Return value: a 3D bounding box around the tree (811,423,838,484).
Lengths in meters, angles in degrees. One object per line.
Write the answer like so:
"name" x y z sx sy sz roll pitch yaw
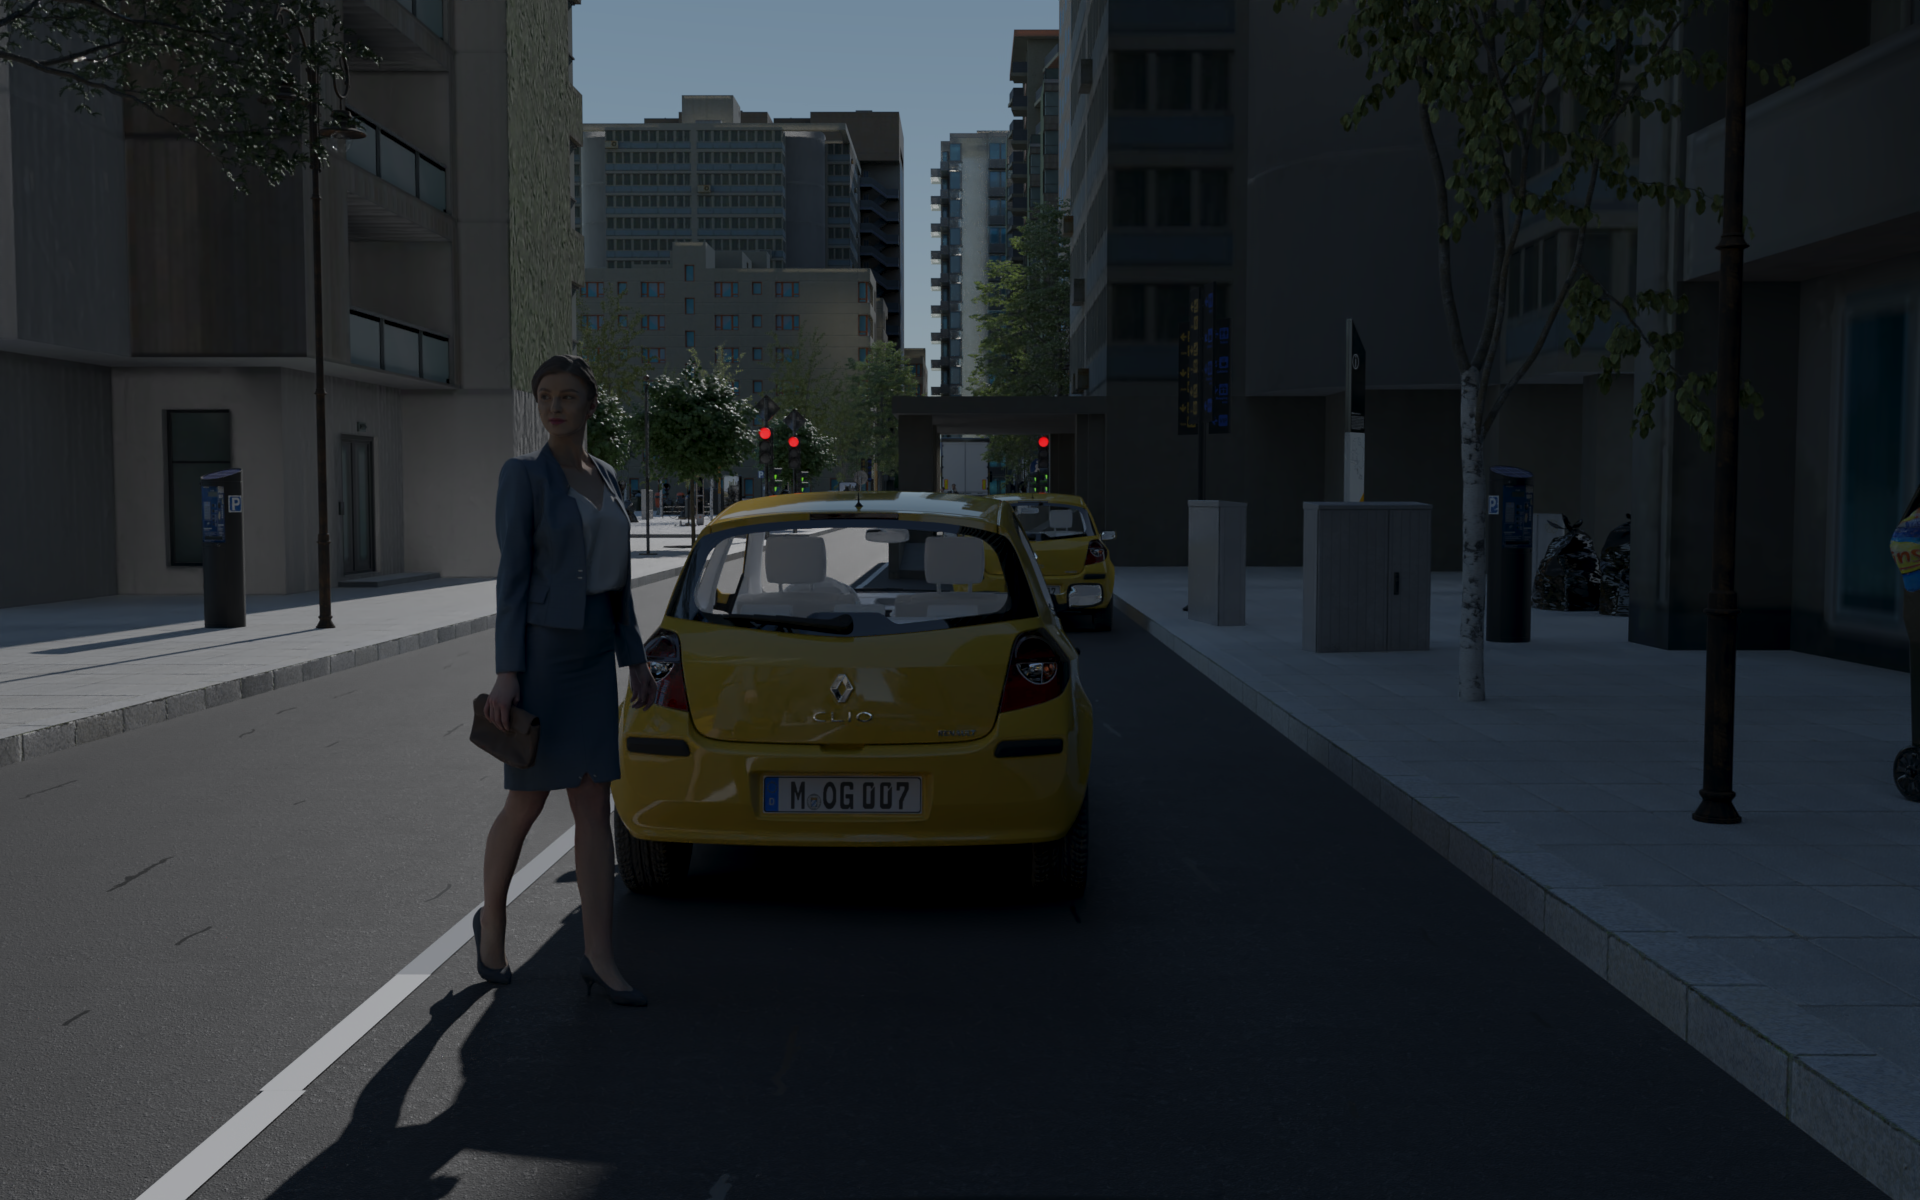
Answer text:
"tree" -6.244 -4.885 63.585 4.285 4.588 4.351 0 3 0

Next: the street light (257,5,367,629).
"street light" -6.076 -2.668 16.411 0.468 5.910 1.993 0 4 0

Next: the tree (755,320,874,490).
"tree" -6.923 -7.572 74.167 4.737 8.622 4.395 0 3 0

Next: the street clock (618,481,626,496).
"street clock" -18.191 -5.415 93.098 0.471 2.002 0.358 0 4 4

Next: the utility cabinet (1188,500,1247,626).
"utility cabinet" 2.567 -0.375 17.295 0.306 1.237 1.020 -1 4 -9

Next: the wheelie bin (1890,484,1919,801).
"wheelie bin" 4.333 0.052 7.053 0.980 1.594 0.693 -1 4 -9

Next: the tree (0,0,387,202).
"tree" -6.805 -4.597 9.570 7.601 10.594 8.767 -1 4 -9

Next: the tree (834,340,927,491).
"tree" -5.568 -12.810 127.569 7.486 12.596 7.792 0 3 0

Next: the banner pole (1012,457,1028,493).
"banner pole" 3.726 -6.907 102.949 0.863 3.779 0.401 3 5 42

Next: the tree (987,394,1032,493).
"tree" 3.648 -9.752 109.814 4.737 8.622 4.395 0 3 0

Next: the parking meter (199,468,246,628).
"parking meter" -7.089 -0.505 16.669 0.372 1.533 0.369 0 3 0

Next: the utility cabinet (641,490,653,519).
"utility cabinet" -15.635 -4.768 86.632 0.318 1.500 1.173 0 4 4

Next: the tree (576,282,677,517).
"tree" -12.404 -6.669 59.398 4.737 8.622 4.395 0 3 0

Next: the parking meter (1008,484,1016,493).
"parking meter" 2.932 -5.649 98.066 0.399 1.863 0.255 -3 4 -39

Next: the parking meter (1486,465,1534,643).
"parking meter" 4.782 -0.407 15.064 0.372 1.533 0.369 0 3 0

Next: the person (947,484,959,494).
"person" -0.329 -4.316 78.422 0.648 1.900 0.474 -3 5 -40

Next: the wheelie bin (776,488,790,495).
"wheelie bin" -8.159 -4.386 79.622 0.693 1.594 0.980 -1 4 -19

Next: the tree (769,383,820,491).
"tree" -10.757 -9.952 113.076 4.360 8.622 3.978 0 3 0

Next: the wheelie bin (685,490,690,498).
"wheelie bin" -20.104 -7.456 129.809 0.693 1.594 0.980 2 4 27

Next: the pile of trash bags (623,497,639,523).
"pile of trash bags" -16.032 -4.174 77.992 3.447 1.369 1.912 3 5 44

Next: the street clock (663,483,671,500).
"street clock" -19.489 -6.762 115.121 0.471 2.002 0.358 1 4 16

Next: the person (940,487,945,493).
"person" -0.931 -4.610 84.218 0.599 1.781 0.374 0 4 6

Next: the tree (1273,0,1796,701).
"tree" 3.208 -3.665 10.292 4.737 8.622 4.395 0 3 0

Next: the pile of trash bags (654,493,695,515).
"pile of trash bags" -17.796 -5.890 106.051 1.912 1.369 3.447 1 4 16

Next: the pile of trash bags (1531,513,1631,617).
"pile of trash bags" 8.214 -0.571 19.088 3.447 1.369 1.912 -1 4 -9

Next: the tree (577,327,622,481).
"tree" -16.125 -7.407 71.471 4.360 8.622 3.978 0 3 0

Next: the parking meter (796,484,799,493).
"parking meter" -6.702 -3.963 70.506 0.255 1.863 0.399 1 4 14

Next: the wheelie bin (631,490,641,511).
"wheelie bin" -24.333 -7.481 130.225 0.980 1.594 0.693 1 4 20

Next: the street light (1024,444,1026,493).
"street light" 3.341 -7.140 89.522 0.468 5.910 1.993 0 4 0

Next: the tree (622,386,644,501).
"tree" -22.781 -10.212 117.333 4.360 8.622 3.978 0 3 0

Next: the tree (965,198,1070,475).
"tree" 4.031 -9.097 66.865 7.486 12.596 7.792 0 3 0

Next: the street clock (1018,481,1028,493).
"street clock" 3.490 -5.595 96.052 0.471 2.002 0.358 -2 4 -24

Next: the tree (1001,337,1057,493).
"tree" 3.516 -7.915 79.777 4.360 8.622 3.978 0 3 0

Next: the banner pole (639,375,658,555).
"banner pole" -6.534 -2.828 36.263 0.401 3.779 0.863 -1 4 -14

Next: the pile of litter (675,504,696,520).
"pile of litter" -13.493 -4.494 87.448 1.719 0.858 1.176 0 4 -6

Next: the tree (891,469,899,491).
"tree" -6.054 -12.550 188.897 4.285 4.588 4.351 0 3 0

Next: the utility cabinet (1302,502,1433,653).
"utility cabinet" 3.338 -0.185 14.189 1.020 1.237 0.306 -1 4 -14

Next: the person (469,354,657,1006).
"person" -1.152 0.217 4.973 0.581 1.822 0.654 -3 5 -41

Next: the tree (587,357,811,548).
"tree" -6.473 -3.546 41.685 4.285 4.588 4.351 0 3 0

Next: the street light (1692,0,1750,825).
"street light" 2.976 -2.070 6.631 0.468 5.910 1.993 0 4 0

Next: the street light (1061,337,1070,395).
"street light" 3.096 -4.627 48.431 0.468 5.910 1.993 0 4 0
